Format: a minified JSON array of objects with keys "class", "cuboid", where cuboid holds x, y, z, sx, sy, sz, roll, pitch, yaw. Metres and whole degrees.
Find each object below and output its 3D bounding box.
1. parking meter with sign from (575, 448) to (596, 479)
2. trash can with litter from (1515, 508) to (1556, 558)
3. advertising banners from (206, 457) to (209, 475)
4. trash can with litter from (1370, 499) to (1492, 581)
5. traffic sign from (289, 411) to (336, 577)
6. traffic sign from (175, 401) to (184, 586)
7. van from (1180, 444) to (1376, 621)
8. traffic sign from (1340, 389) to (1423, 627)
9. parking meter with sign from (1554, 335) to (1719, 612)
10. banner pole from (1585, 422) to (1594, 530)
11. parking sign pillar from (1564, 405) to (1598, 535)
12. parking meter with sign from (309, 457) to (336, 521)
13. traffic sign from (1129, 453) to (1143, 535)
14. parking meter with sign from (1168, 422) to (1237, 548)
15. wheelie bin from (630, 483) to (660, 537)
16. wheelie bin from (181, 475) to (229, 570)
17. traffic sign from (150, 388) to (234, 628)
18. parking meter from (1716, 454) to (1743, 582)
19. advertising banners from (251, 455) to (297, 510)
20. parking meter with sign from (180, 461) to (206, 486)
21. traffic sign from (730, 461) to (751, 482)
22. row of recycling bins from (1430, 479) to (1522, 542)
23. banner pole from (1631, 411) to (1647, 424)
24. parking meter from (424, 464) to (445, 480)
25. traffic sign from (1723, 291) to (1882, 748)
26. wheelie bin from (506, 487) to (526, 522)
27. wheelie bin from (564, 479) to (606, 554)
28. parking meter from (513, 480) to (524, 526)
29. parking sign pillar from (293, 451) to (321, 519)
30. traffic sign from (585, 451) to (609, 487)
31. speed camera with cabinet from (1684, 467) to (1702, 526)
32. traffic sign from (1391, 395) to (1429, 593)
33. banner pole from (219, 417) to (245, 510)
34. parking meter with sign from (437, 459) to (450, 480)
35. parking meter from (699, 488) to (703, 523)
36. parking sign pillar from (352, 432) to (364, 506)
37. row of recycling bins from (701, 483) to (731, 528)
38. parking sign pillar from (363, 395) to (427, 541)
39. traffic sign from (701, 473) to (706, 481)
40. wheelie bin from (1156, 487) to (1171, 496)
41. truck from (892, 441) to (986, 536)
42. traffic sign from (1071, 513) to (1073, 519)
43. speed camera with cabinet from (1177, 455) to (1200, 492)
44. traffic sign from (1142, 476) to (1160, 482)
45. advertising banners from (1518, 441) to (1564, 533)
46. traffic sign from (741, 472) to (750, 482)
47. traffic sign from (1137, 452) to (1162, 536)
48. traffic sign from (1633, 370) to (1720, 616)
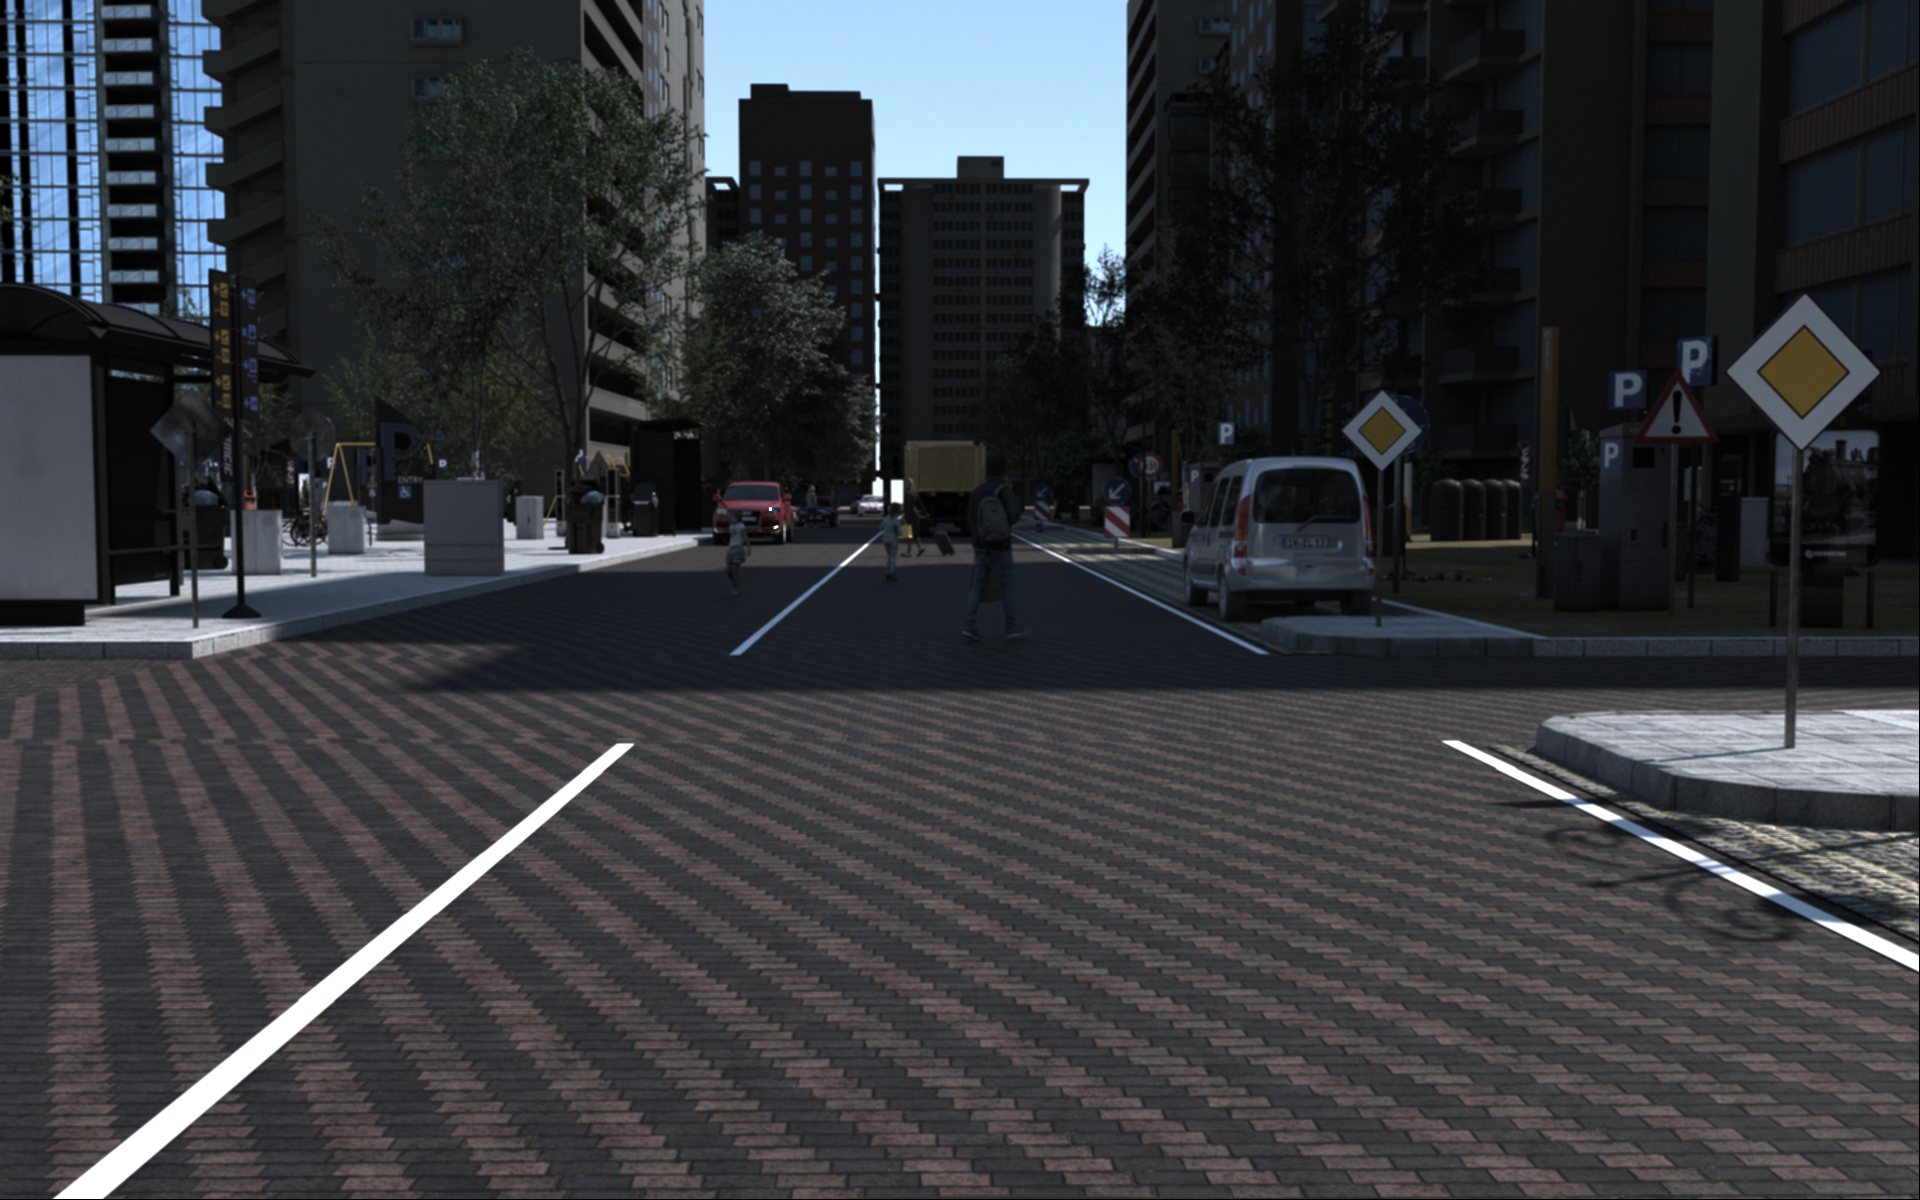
[{"class":"parking meter with sign","cuboid":[-13.859,-4.226,65.362,1.738,3.016,0.543,3,4,38]},{"class":"trash can with litter","cuboid":[12.046,-1.463,34.984,2.233,1.210,1.678,-3,5,-40]},{"class":"advertising banners","cuboid":[-23.894,-3.582,54.748,0.090,3.025,2.074,-2,4,-31]},{"class":"trash can with litter","cuboid":[6.757,-0.901,25.791,2.233,1.210,1.678,1,4,19]},{"class":"traffic sign","cuboid":[-9.991,-1.627,26.701,0.768,2.556,0.104,0,4,8]},{"class":"traffic sign","cuboid":[-10.934,-1.482,24.240,0.884,2.594,0.081,0,4,3]},{"class":"van","cuboid":[3.728,-0.841,20.764,2.013,2.044,4.112,0,4,-1]},{"class":"traffic sign","cuboid":[4.043,-0.797,16.675,0.795,2.450,0.064,0,4,-1]},{"class":"parking meter with sign","cuboid":[7.417,-1.395,19.075,1.738,3.016,0.543,-1,4,-19]},{"class":"banner pole","cuboid":[21.711,-4.276,59.922,0.863,3.779,0.401,-3,5,-41]},{"class":"parking sign pillar","cuboid":[18.849,-3.949,53.034,1.447,3.967,1.447,2,4,30]},{"class":"parking meter with sign","cuboid":[-30.233,-5.244,81.996,1.738,3.016,0.543,3,4,38]},{"class":"traffic sign","cuboid":[5.666,-3.307,54.173,0.768,2.556,0.104,0,4,4]},{"class":"parking meter with sign","cuboid":[5.843,-2.771,41.568,1.738,3.016,0.543,-3,4,-38]},{"class":"wheelie bin","cuboid":[-9.386,-2.679,51.708,0.980,1.594,0.693,1,4,18]},{"class":"wheelie bin","cuboid":[-12.884,-1.316,29.432,0.980,1.594,0.693,3,4,36]},{"class":"traffic sign","cuboid":[-7.300,-0.786,16.486,0.795,2.450,0.064,0,4,-1]},{"class":"parking meter","cuboid":[11.270,-1.203,25.379,0.255,1.863,0.399,3,4,37]},{"class":"advertising banners","cuboid":[-30.930,-5.005,78.016,2.074,3.025,0.090,-2,4,-25]},{"class":"parking meter with sign","cuboid":[-18.330,-2.709,40.555,1.738,3.016,0.543,0,4,0]},{"class":"traffic sign","cuboid":[-8.635,-4.165,68.108,0.884,2.594,0.081,0,4,6]},{"class":"row of recycling bins","cuboid":[14.374,-2.499,47.978,3.534,1.692,1.069,-3,4,-38]},{"class":"banner pole","cuboid":[20.650,-3.837,52.750,0.401,3.779,0.863,-1,4,-19]},{"class":"parking meter","cuboid":[-10.271,-1.725,33.916,0.255,1.863,0.399,1,4,12]},{"class":"traffic sign","cuboid":[4.191,-0.309,8.692,0.795,2.450,0.064,0,4,-1]},{"class":"wheelie bin","cuboid":[-20.050,-4.305,78.298,0.693,1.594,0.980,1,4,21]},{"class":"wheelie bin","cuboid":[-8.017,-1.782,37.050,0.980,1.594,0.693,1,4,18]},{"class":"parking meter","cuboid":[-17.804,-3.921,69.817,0.399,1.863,0.255,2,4,32]},{"class":"parking sign pillar","cuboid":[-33.773,-6.186,89.614,1.447,3.967,1.447,-3,5,-43]},{"class":"traffic sign","cuboid":[-10.821,-3.174,51.897,0.884,2.594,0.081,0,4,7]},{"class":"speed camera with cabinet","cuboid":[25.749,-3.946,58.848,2.038,3.252,0.660,3,5,44]},{"class":"traffic sign","cuboid":[5.656,-1.363,22.395,0.768,2.556,0.104,0,4,6]},{"class":"banner pole","cuboid":[-19.041,-3.388,45.419,0.863,3.779,0.401,0,4,6]},{"class":"parking meter with sign","cuboid":[-25.279,-5.502,86.218,1.738,3.016,0.543,3,5,40]},{"class":"parking meter","cuboid":[-9.364,-3.417,61.583,0.399,1.863,0.255,0,3,0]},{"class":"parking sign pillar","cuboid":[-25.736,-5.321,75.465,1.447,3.967,1.447,3,5,39]},{"class":"row of recycling bins","cuboid":[-10.122,-3.622,66.331,3.534,1.692,1.069,-2,4,-24]},{"class":"parking sign pillar","cuboid":[-15.346,-3.617,47.610,1.447,3.967,1.447,-3,4,-37]},{"class":"traffic sign","cuboid":[-10.987,-4.398,71.912,0.884,2.594,0.081,0,4,2]},{"class":"wheelie bin","cuboid":[8.798,-4.072,74.485,0.693,1.594,0.980,2,4,28]},{"class":"truck","cuboid":[-0.664,-4.056,62.243,3.469,3.379,9.791,0,4,-3]},{"class":"traffic sign","cuboid":[5.878,-5.541,90.707,0.768,2.556,0.104,0,4,5]},{"class":"speed camera with cabinet","cuboid":[11.347,-5.674,87.103,2.038,3.252,0.660,0,4,1]},{"class":"traffic sign","cuboid":[8.051,-4.492,73.446,0.884,2.594,0.081,0,4,8]},{"class":"advertising banners","cuboid":[18.965,-3.671,56.211,0.090,3.025,2.074,-3,4,-38]},{"class":"traffic sign","cuboid":[-11.368,-5.532,90.548,0.768,2.556,0.104,0,4,1]},{"class":"traffic sign","cuboid":[5.793,-3.233,52.959,0.768,2.556,0.104,0,4,3]},{"class":"traffic sign","cuboid":[7.511,-1.114,18.225,0.884,2.594,0.081,0,4,4]}]
